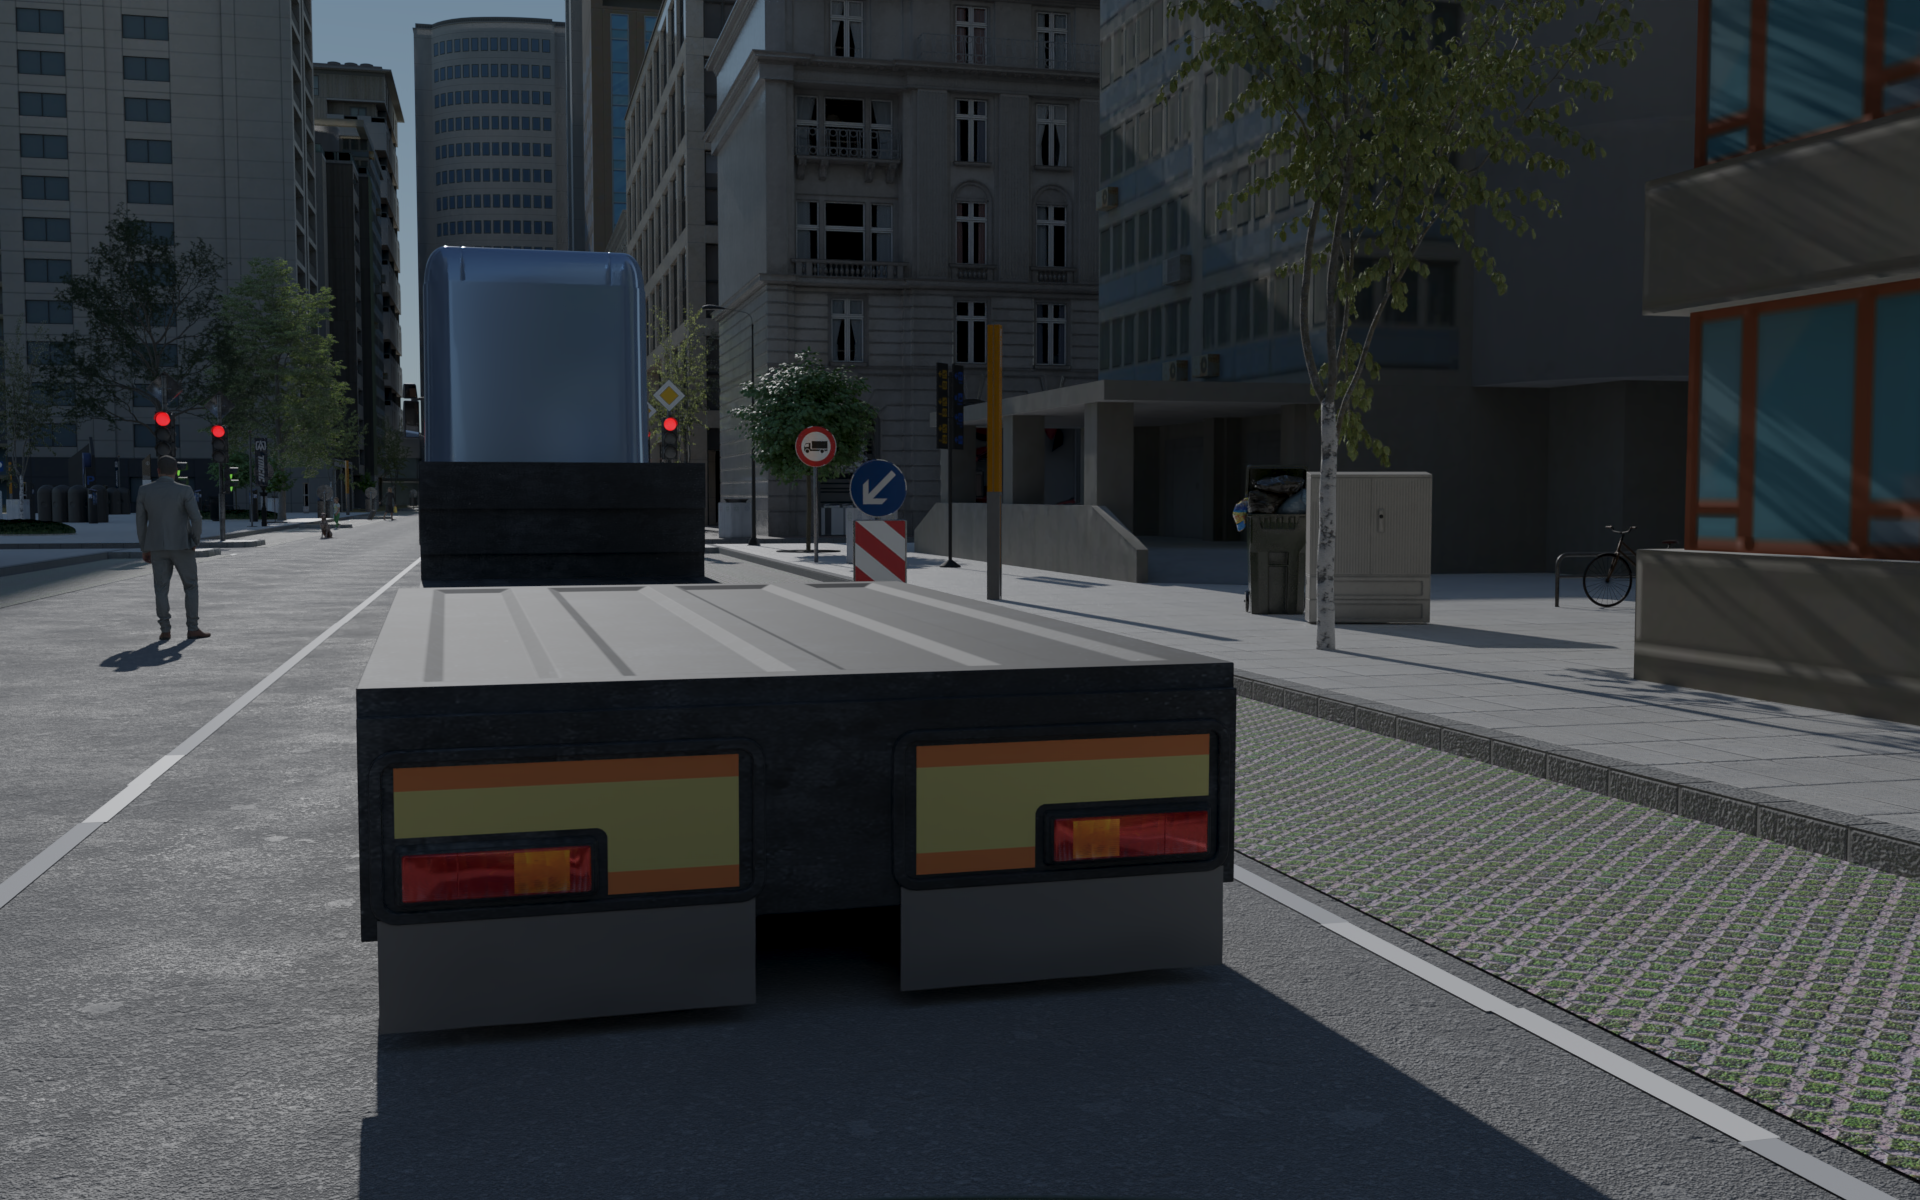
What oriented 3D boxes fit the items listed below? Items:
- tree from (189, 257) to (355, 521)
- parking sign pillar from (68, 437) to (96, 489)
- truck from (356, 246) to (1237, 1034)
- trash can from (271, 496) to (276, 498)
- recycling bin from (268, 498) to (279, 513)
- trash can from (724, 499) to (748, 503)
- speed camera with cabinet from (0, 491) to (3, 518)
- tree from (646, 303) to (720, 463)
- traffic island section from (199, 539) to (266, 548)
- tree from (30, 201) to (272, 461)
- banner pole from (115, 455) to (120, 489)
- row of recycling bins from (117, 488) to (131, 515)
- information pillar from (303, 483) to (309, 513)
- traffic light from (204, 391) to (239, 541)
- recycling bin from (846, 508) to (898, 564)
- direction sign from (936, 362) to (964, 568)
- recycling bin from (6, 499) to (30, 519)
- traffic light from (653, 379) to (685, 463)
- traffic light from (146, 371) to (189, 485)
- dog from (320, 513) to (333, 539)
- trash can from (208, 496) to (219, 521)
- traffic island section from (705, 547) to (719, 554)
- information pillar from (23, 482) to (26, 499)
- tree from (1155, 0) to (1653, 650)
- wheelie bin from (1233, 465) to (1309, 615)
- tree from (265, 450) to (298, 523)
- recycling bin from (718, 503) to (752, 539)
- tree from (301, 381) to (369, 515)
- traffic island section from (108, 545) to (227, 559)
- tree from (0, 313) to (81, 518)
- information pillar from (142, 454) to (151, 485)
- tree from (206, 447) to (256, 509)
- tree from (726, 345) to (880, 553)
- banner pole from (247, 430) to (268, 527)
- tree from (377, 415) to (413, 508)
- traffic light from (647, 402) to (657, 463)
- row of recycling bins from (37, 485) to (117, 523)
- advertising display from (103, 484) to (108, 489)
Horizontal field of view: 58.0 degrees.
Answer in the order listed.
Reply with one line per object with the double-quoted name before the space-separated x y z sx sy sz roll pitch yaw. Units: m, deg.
"tree" -33.161 -10.124 83.658 7.486 12.596 7.792 0 3 0
"parking sign pillar" -40.762 -5.666 81.112 1.447 3.967 1.447 -2 4 -30
"truck" -3.009 -1.457 13.574 2.967 4.110 18.799 -1 4 -16
"trash can" -44.724 -6.229 113.491 0.748 1.137 0.748 0 3 0
"recycling bin" -42.030 -5.736 106.340 0.722 1.027 0.722 -3 5 -41
"trash can" -6.676 -2.448 51.686 0.748 1.137 0.748 0 3 0
"speed camera with cabinet" -48.484 -5.639 86.526 0.660 3.252 2.038 -3 5 -44
"tree" -10.736 -7.069 65.940 4.360 8.622 3.978 0 3 0
"traffic island section" -20.213 -1.539 47.443 2.009 0.180 2.903 -1 4 -15
"tree" -26.222 -7.446 56.163 7.601 10.594 8.767 -2 4 -30
"banner pole" -54.183 -7.427 111.448 0.401 3.779 0.863 0 4 -3
"row of recycling bins" -52.972 -6.138 107.469 1.069 1.692 3.534 1 4 19
"information pillar" -43.415 -6.756 114.954 0.304 2.012 0.304 -3 4 -36
"traffic light" -20.171 -3.572 47.319 0.839 4.253 0.868 -1 4 -15
"recycling bin" -1.615 -1.175 31.772 0.722 1.027 0.722 -2 4 -33
"direction sign" -0.171 -2.338 30.228 0.379 3.537 0.876 2 4 31
"recycling bin" -44.214 -4.205 81.310 0.722 1.027 0.722 1 4 9
"traffic light" -7.146 -3.278 42.515 0.839 4.253 0.868 -1 4 -15
"traffic light" -18.125 -3.100 39.600 0.839 4.253 0.868 -1 4 -15
"dog" -20.392 -2.397 56.026 0.513 0.831 0.800 3 5 42
"trash can" -34.937 -4.269 81.456 0.748 1.137 0.748 0 3 0
"traffic island section" -7.105 -1.245 42.640 2.009 0.180 2.903 -1 4 -15
"information pillar" -59.026 -6.413 109.349 0.304 2.012 0.304 -1 4 -11
"tree" 3.257 -3.895 14.045 4.737 8.622 4.395 0 3 0
"wheelie bin" 3.431 -0.654 18.595 0.980 1.594 0.693 0 4 6
"tree" -30.516 -5.042 77.030 1.663 3.219 1.824 0 3 0
"recycling bin" -6.542 -2.313 50.366 0.722 1.027 0.722 -3 5 -40
"tree" -39.226 -9.652 108.178 4.737 8.622 4.395 0 3 0
"traffic island section" -18.167 -1.067 39.724 2.009 0.180 2.903 -1 4 -15
"tree" -38.507 -7.393 71.241 4.360 8.622 3.978 0 3 0
"information pillar" -47.330 -6.698 100.868 0.504 3.616 0.183 0 3 0
"tree" -45.992 -7.711 109.791 4.285 4.588 4.351 0 3 0
"tree" -3.441 -3.336 38.263 4.285 4.588 4.351 0 3 0
"banner pole" -27.440 -4.747 67.629 0.863 3.779 0.401 -2 4 -26
"tree" -52.024 -12.733 158.551 4.737 8.622 4.395 0 3 0
"traffic light" -9.192 -3.750 50.235 0.839 4.253 0.868 -1 4 -15
"row of recycling bins" -39.926 -4.330 77.910 3.534 1.692 1.069 1 4 14
"advertising display" -56.941 -6.741 115.436 0.123 1.923 0.974 -2 4 -35
